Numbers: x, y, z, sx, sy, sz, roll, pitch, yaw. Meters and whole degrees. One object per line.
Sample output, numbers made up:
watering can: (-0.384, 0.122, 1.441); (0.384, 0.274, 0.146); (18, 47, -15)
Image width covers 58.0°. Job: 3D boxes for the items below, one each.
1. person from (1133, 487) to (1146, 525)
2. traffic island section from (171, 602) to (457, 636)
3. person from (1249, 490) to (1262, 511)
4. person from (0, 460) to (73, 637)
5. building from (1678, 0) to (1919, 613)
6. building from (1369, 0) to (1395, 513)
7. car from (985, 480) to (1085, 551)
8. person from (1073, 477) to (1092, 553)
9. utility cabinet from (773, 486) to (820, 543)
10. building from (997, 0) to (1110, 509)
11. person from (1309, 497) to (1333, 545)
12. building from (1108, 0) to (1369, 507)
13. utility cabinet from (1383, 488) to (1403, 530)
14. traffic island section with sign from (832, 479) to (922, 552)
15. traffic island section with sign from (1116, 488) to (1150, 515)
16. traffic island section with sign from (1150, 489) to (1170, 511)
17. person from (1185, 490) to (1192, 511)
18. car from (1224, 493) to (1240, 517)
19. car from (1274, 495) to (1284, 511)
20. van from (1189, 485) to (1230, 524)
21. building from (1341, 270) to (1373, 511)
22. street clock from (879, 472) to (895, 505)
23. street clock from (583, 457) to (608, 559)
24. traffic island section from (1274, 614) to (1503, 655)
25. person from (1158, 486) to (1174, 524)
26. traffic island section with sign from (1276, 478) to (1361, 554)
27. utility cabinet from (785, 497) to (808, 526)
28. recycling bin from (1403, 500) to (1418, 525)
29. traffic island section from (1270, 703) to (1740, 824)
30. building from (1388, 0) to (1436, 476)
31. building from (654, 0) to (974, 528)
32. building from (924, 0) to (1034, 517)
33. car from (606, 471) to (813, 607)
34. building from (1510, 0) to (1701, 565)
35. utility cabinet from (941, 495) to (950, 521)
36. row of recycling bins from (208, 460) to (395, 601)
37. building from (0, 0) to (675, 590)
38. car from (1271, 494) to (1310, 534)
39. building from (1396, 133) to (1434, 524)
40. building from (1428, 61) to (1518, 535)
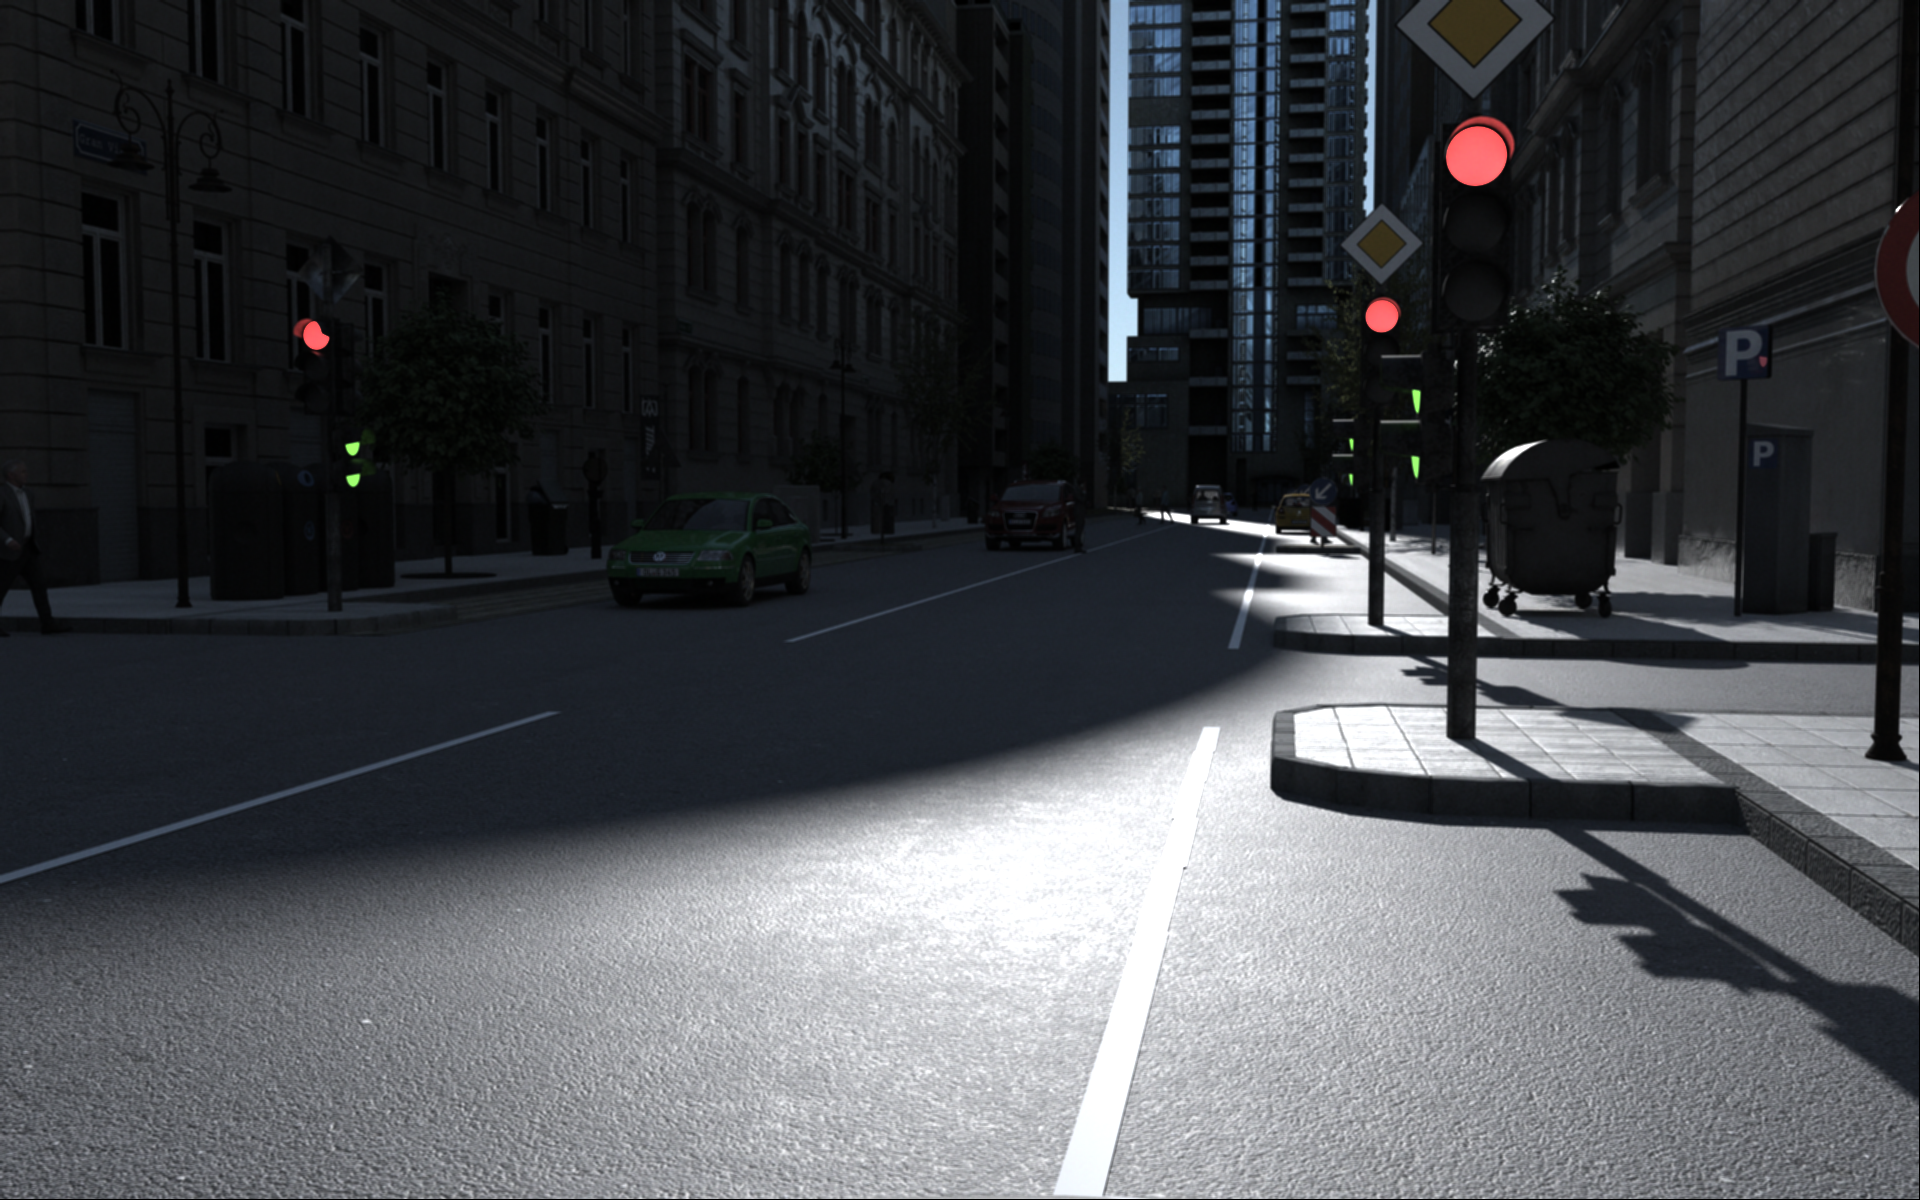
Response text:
person: (8.384, -4.383, 80.648); (0.515, 1.767, 0.782); (0, 4, -6)
traffic island section: (-6.862, 0.202, 18.978); (2.009, 0.180, 2.903); (1, 4, 10)
person: (25.354, -8.569, 148.745); (1.348, 1.807, 0.705); (-1, 4, -20)
person: (-9.425, -0.521, 17.422); (0.834, 1.777, 0.661); (0, 4, 2)
building: (19.526, -10.519, 21.138); (18.267, 20.994, 9.793); (1, 4, 10)
building: (38.551, -35.094, 115.786); (21.231, 58.520, 28.212); (1, 4, 10)
car: (2.028, -2.260, 45.621); (2.281, 1.827, 5.304); (1, 4, 12)
person: (2.964, -2.060, 41.983); (0.447, 1.846, 0.655); (1, 4, 9)
utility cabinet: (-4.236, -2.214, 44.874); (1.173, 1.500, 0.318); (1, 4, 8)
building: (-0.907, -37.606, 156.861); (28.212, 58.520, 21.231); (1, 4, 10)
person: (10.209, -2.464, 48.772); (0.713, 1.824, 0.794); (2, 4, 26)
building: (30.247, -53.416, 186.028); (31.000, 86.520, 22.319); (1, 4, 10)
utility cabinet: (15.294, -3.235, 61.575); (1.173, 1.500, 0.318); (-3, 5, -44)
traffic island section with sign: (-2.015, -2.138, 43.586); (1.989, 1.847, 2.006); (1, 4, 10)
traffic island section with sign: (11.842, -6.770, 119.320); (1.989, 1.847, 2.006); (1, 4, 10)
traffic island section with sign: (16.689, -8.392, 145.838); (1.989, 1.847, 2.006); (1, 4, 10)
person: (19.308, -8.327, 145.373); (0.721, 1.735, 1.217); (-3, 5, -42)
car: (17.039, -6.248, 111.749); (1.945, 1.707, 3.694); (1, 4, 11)
car: (27.762, -8.269, 147.775); (1.945, 1.354, 3.894); (1, 4, 9)
van: (12.206, -4.763, 84.884); (2.013, 2.044, 4.112); (1, 4, 10)
building: (46.768, -18.368, 145.363); (27.650, 21.520, 28.899); (1, 4, 10)
street clock: (-2.359, -3.130, 55.753); (0.471, 2.002, 0.358); (-2, 4, -29)
street clock: (-7.223, -1.821, 34.338); (0.471, 2.002, 0.358); (-1, 4, -18)
traffic island section: (4.097, 0.325, 16.975); (2.009, 0.180, 2.903); (1, 4, 10)
person: (9.864, -4.566, 83.009); (0.748, 1.841, 0.638); (3, 4, 36)
traffic island section with sign: (8.761, -2.067, 42.418); (1.989, 1.847, 2.006); (1, 4, 10)
utility cabinet: (-4.073, -1.970, 43.365); (0.306, 1.237, 1.020); (1, 4, 12)
recycling bin: (18.357, -3.577, 71.045); (0.722, 1.027, 0.722); (0, 4, 0)
traffic island section: (2.659, 0.805, 9.120); (2.009, 0.180, 2.903); (1, 4, 10)
building: (31.524, -27.260, 95.810); (14.600, 45.320, 14.200); (1, 4, 10)
building: (-8.119, -18.095, 83.249); (14.401, 28.519, 23.554); (1, 4, 10)
building: (-3.599, -20.184, 101.717); (14.160, 30.474, 14.107); (1, 4, 10)
car: (-3.309, -0.901, 23.531); (1.959, 1.807, 4.718); (1, 4, 10)
building: (20.872, -15.470, 40.320); (14.401, 28.519, 23.554); (1, 4, 10)
utility cabinet: (-0.700, -4.320, 81.790); (0.306, 1.237, 1.020); (1, 4, 8)
row of recycling bins: (-8.518, -0.940, 22.476); (1.069, 1.692, 3.534); (1, 4, 11)
building: (-15.793, -14.555, 35.241); (12.463, 27.353, 25.104); (1, 4, 10)
car: (12.487, -3.276, 63.782); (2.015, 1.641, 3.980); (1, 4, 11)
building: (26.396, -13.828, 80.847); (10.420, 20.320, 16.860); (1, 4, 10)
building: (24.014, -14.924, 62.026); (12.078, 24.808, 19.932); (1, 4, 10)
